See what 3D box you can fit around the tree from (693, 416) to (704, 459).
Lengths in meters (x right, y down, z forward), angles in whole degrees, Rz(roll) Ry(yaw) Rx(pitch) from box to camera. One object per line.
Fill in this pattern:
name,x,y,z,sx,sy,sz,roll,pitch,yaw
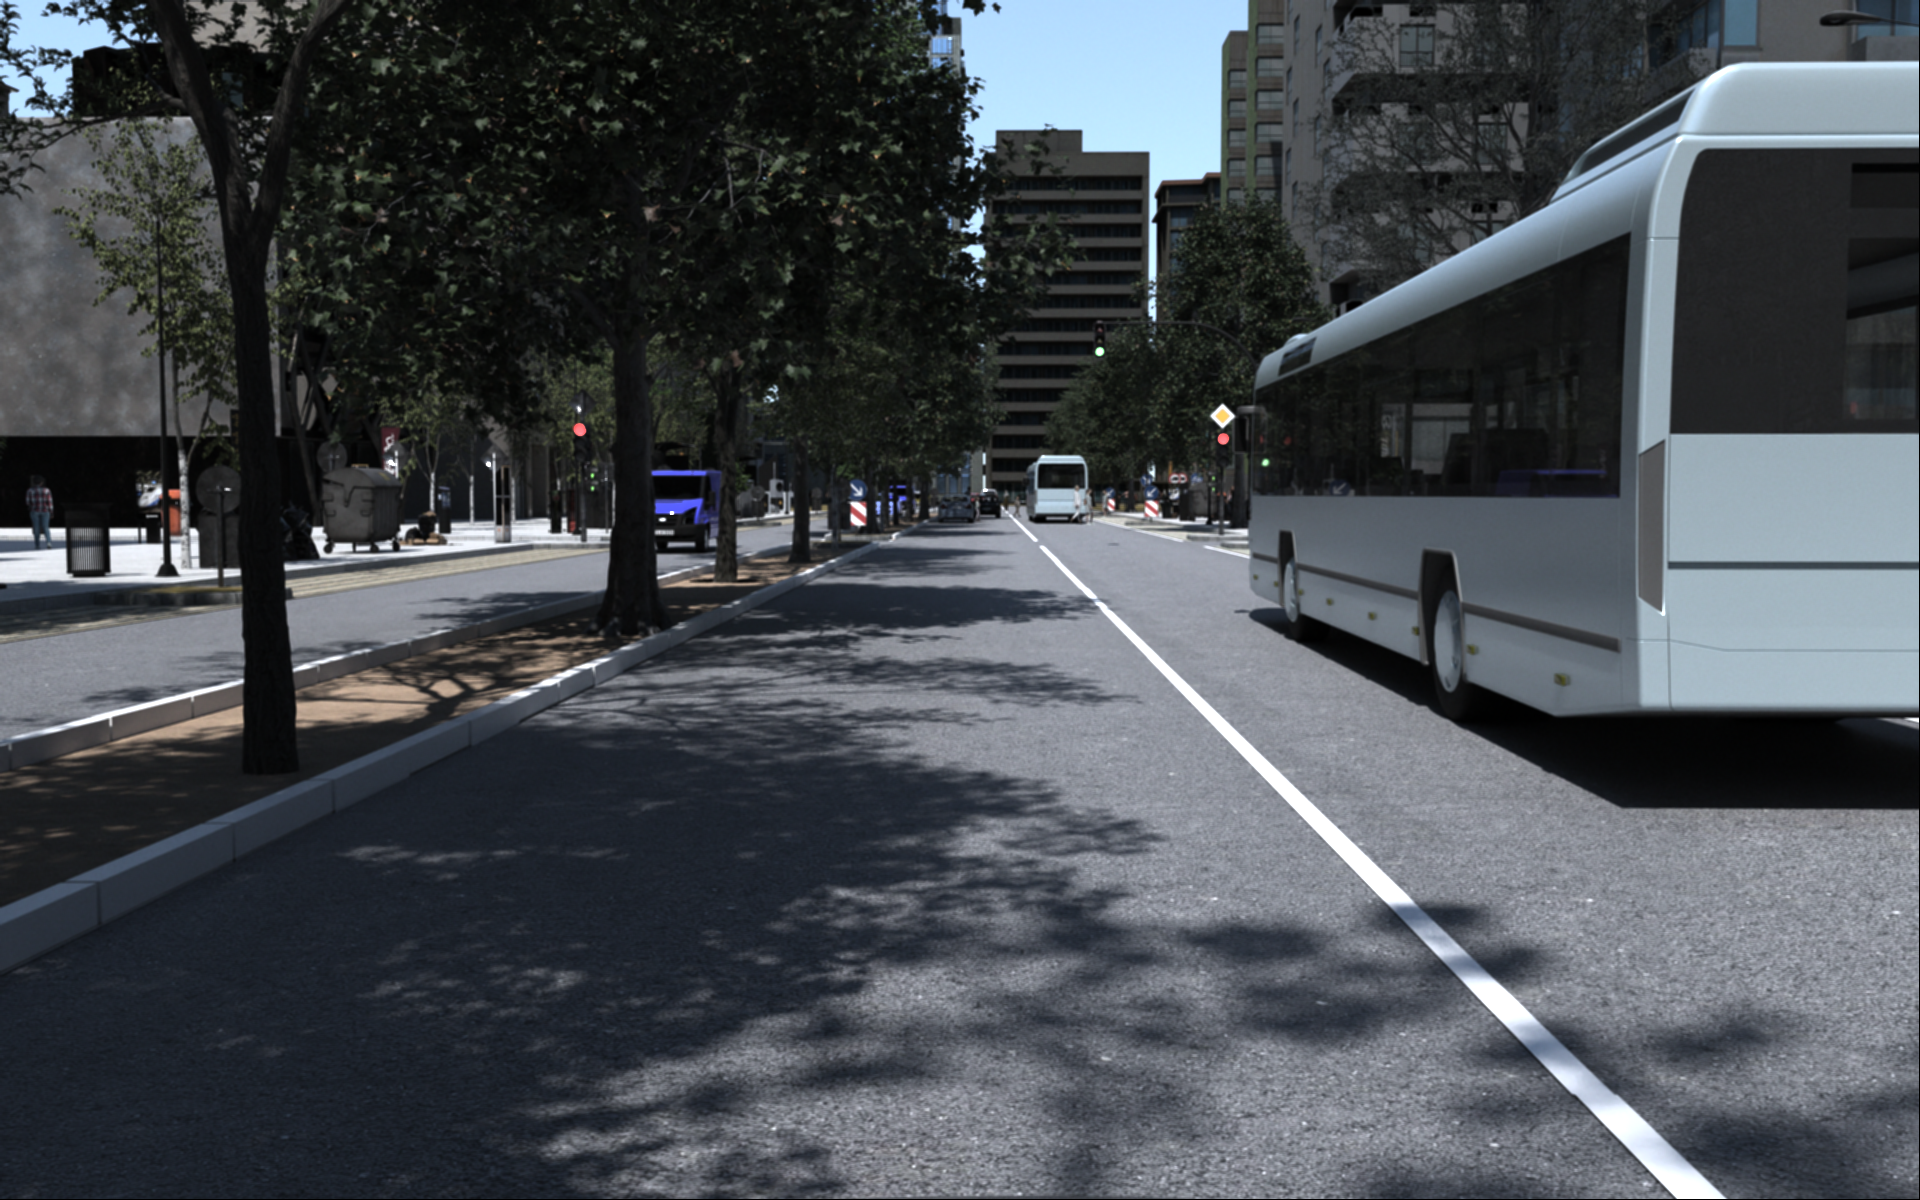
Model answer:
tree,-18.355,-9.342,103.108,4.737,8.622,4.395,0,3,0

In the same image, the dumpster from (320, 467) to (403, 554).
dumpster,-13.090,-1.965,37.882,1.264,1.857,1.865,0,4,1

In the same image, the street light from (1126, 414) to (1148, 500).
street light,10.297,-7.808,100.208,1.470,5.913,1.316,0,4,1

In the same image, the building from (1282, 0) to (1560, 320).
building,35.532,-31.659,106.863,28.713,52.752,27.495,0,4,1

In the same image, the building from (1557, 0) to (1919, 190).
building,42.480,-27.927,76.220,30.456,49.044,23.786,0,4,1

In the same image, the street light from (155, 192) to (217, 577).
street light,-11.772,-3.314,26.722,1.470,5.913,1.316,0,4,1

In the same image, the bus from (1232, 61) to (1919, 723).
bus,4.386,-1.171,14.009,2.948,3.499,13.247,0,4,2

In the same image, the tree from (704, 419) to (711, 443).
tree,-19.321,-10.270,118.280,4.737,8.622,4.395,0,3,0

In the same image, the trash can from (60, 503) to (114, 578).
trash can,-13.490,-0.926,26.791,0.748,1.137,0.748,0,3,0

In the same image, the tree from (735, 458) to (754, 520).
tree,-11.698,-5.903,91.109,1.663,3.219,1.824,0,3,0

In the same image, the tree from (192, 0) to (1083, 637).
tree,-3.356,-6.000,17.558,9.611,12.733,9.660,0,3,0

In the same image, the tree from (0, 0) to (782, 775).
tree,-3.515,-4.408,8.934,8.767,10.594,7.601,0,4,1

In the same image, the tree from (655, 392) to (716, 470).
tree,-18.444,-9.983,113.591,4.360,8.622,3.978,0,3,0

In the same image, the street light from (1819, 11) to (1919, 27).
street light,8.976,-2.709,16.830,1.470,5.913,1.316,0,4,1

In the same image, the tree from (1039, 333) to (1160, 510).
tree,12.441,-14.122,137.544,9.857,13.997,8.962,0,3,0

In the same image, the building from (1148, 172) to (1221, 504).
building,39.171,-35.385,233.168,28.867,44.769,22.147,0,4,1

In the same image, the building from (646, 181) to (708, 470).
building,-36.014,-33.847,142.630,28.713,52.752,27.495,0,4,1

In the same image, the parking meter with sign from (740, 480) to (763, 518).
parking meter with sign,-11.425,-5.921,93.069,1.738,3.016,0.543,-2,4,-34

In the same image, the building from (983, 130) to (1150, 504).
building,13.942,-37.300,233.556,21.600,48.544,21.300,0,4,1

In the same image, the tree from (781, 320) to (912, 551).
tree,-3.069,-5.486,42.522,4.737,8.622,4.395,0,3,0

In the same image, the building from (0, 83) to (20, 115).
building,-49.367,-13.491,69.736,18.267,20.994,9.793,0,4,1

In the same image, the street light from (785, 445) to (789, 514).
street light,-10.405,-8.369,109.369,1.470,5.913,1.316,0,4,1

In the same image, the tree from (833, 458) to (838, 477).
tree,-9.091,-21.040,199.891,12.611,20.169,13.585,0,3,0

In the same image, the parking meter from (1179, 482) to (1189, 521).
parking meter,10.655,-4.695,82.480,0.399,1.863,0.255,-2,4,-25

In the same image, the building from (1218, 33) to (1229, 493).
building,30.331,-28.943,156.813,14.154,41.232,14.086,0,4,1

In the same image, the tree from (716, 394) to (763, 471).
tree,-16.428,-10.809,127.089,4.360,8.622,3.978,0,3,0

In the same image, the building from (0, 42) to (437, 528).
building,-31.357,-12.571,72.980,16.820,18.784,16.811,0,4,1

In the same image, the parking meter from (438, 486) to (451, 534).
parking meter,-16.642,-2.906,55.917,0.372,1.533,0.369,0,3,0

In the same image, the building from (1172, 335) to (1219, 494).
building,37.051,-20.414,178.815,27.650,21.520,28.899,0,4,1

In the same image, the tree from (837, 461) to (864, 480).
tree,-10.516,-10.989,163.379,4.285,4.588,4.351,0,3,0

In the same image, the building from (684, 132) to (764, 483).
building,-42.279,-42.335,234.179,28.212,58.520,21.231,0,4,1

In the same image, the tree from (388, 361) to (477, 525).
tree,-18.406,-6.703,59.954,4.737,8.622,4.395,0,3,0

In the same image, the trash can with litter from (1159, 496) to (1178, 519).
trash can with litter,10.897,-4.832,90.394,0.624,1.170,1.055,3,5,45

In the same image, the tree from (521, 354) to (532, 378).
tree,-18.672,-8.014,81.390,4.737,8.622,4.395,0,3,0

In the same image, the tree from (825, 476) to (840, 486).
tree,-10.925,-9.646,152.313,1.663,3.219,1.824,0,3,0

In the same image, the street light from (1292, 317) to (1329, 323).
street light,9.426,-4.472,45.662,1.470,5.913,1.316,0,4,1

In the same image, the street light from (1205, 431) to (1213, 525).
street light,9.878,-6.100,72.270,1.470,5.913,1.316,0,4,1

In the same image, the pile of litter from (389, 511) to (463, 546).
pile of litter,-13.430,-1.809,43.535,1.719,0.858,1.176,1,4,14

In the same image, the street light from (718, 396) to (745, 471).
street light,-10.827,-6.674,81.665,1.470,5.913,1.316,0,4,1

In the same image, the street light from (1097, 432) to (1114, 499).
street light,10.867,-9.548,128.649,1.470,5.913,1.316,0,4,1

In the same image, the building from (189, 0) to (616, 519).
building,-32.068,-18.304,103.779,19.350,26.468,34.151,0,4,1

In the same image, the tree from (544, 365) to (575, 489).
tree,-19.383,-7.681,75.942,4.360,8.622,3.978,0,3,0

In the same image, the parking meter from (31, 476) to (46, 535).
parking meter,-29.201,-3.010,54.930,0.399,1.863,0.255,0,4,-1

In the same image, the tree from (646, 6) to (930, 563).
tree,-3.423,-7.072,36.207,7.486,12.596,7.792,0,3,0

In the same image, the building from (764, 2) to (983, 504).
building,-12.345,-56.314,233.407,31.000,86.520,22.319,0,4,1

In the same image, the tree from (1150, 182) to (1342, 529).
tree,10.381,-9.011,64.331,9.611,12.733,9.660,0,3,0

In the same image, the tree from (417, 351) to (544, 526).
tree,-19.763,-7.266,69.168,4.360,8.622,3.978,0,3,0

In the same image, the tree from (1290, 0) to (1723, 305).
tree,11.045,-7.597,34.582,12.009,13.543,11.850,0,3,0

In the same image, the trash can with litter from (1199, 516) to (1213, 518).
trash can with litter,13.896,-5.120,94.769,1.678,1.210,2.233,0,4,4

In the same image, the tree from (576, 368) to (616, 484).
tree,-18.965,-8.356,86.977,4.360,8.622,3.978,0,3,0

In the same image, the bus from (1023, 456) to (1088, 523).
bus,4.906,-5.821,90.027,2.948,3.499,13.247,0,4,0

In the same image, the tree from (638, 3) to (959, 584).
tree,-3.664,-6.069,27.448,9.928,11.665,9.643,0,3,0

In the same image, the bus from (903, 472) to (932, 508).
bus,-4.254,-11.482,179.270,2.896,3.916,12.252,0,4,0

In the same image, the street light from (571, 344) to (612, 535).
street light,-11.405,-4.975,53.880,1.470,5.913,1.316,0,4,1

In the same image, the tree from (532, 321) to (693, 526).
tree,-12.499,-6.828,61.994,4.737,8.622,4.395,0,3,0

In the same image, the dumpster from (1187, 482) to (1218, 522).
dumpster,11.302,-4.577,80.586,1.264,1.857,1.865,0,4,1

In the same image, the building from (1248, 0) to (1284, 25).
building,30.257,-28.053,142.255,14.154,41.232,14.086,0,4,1
